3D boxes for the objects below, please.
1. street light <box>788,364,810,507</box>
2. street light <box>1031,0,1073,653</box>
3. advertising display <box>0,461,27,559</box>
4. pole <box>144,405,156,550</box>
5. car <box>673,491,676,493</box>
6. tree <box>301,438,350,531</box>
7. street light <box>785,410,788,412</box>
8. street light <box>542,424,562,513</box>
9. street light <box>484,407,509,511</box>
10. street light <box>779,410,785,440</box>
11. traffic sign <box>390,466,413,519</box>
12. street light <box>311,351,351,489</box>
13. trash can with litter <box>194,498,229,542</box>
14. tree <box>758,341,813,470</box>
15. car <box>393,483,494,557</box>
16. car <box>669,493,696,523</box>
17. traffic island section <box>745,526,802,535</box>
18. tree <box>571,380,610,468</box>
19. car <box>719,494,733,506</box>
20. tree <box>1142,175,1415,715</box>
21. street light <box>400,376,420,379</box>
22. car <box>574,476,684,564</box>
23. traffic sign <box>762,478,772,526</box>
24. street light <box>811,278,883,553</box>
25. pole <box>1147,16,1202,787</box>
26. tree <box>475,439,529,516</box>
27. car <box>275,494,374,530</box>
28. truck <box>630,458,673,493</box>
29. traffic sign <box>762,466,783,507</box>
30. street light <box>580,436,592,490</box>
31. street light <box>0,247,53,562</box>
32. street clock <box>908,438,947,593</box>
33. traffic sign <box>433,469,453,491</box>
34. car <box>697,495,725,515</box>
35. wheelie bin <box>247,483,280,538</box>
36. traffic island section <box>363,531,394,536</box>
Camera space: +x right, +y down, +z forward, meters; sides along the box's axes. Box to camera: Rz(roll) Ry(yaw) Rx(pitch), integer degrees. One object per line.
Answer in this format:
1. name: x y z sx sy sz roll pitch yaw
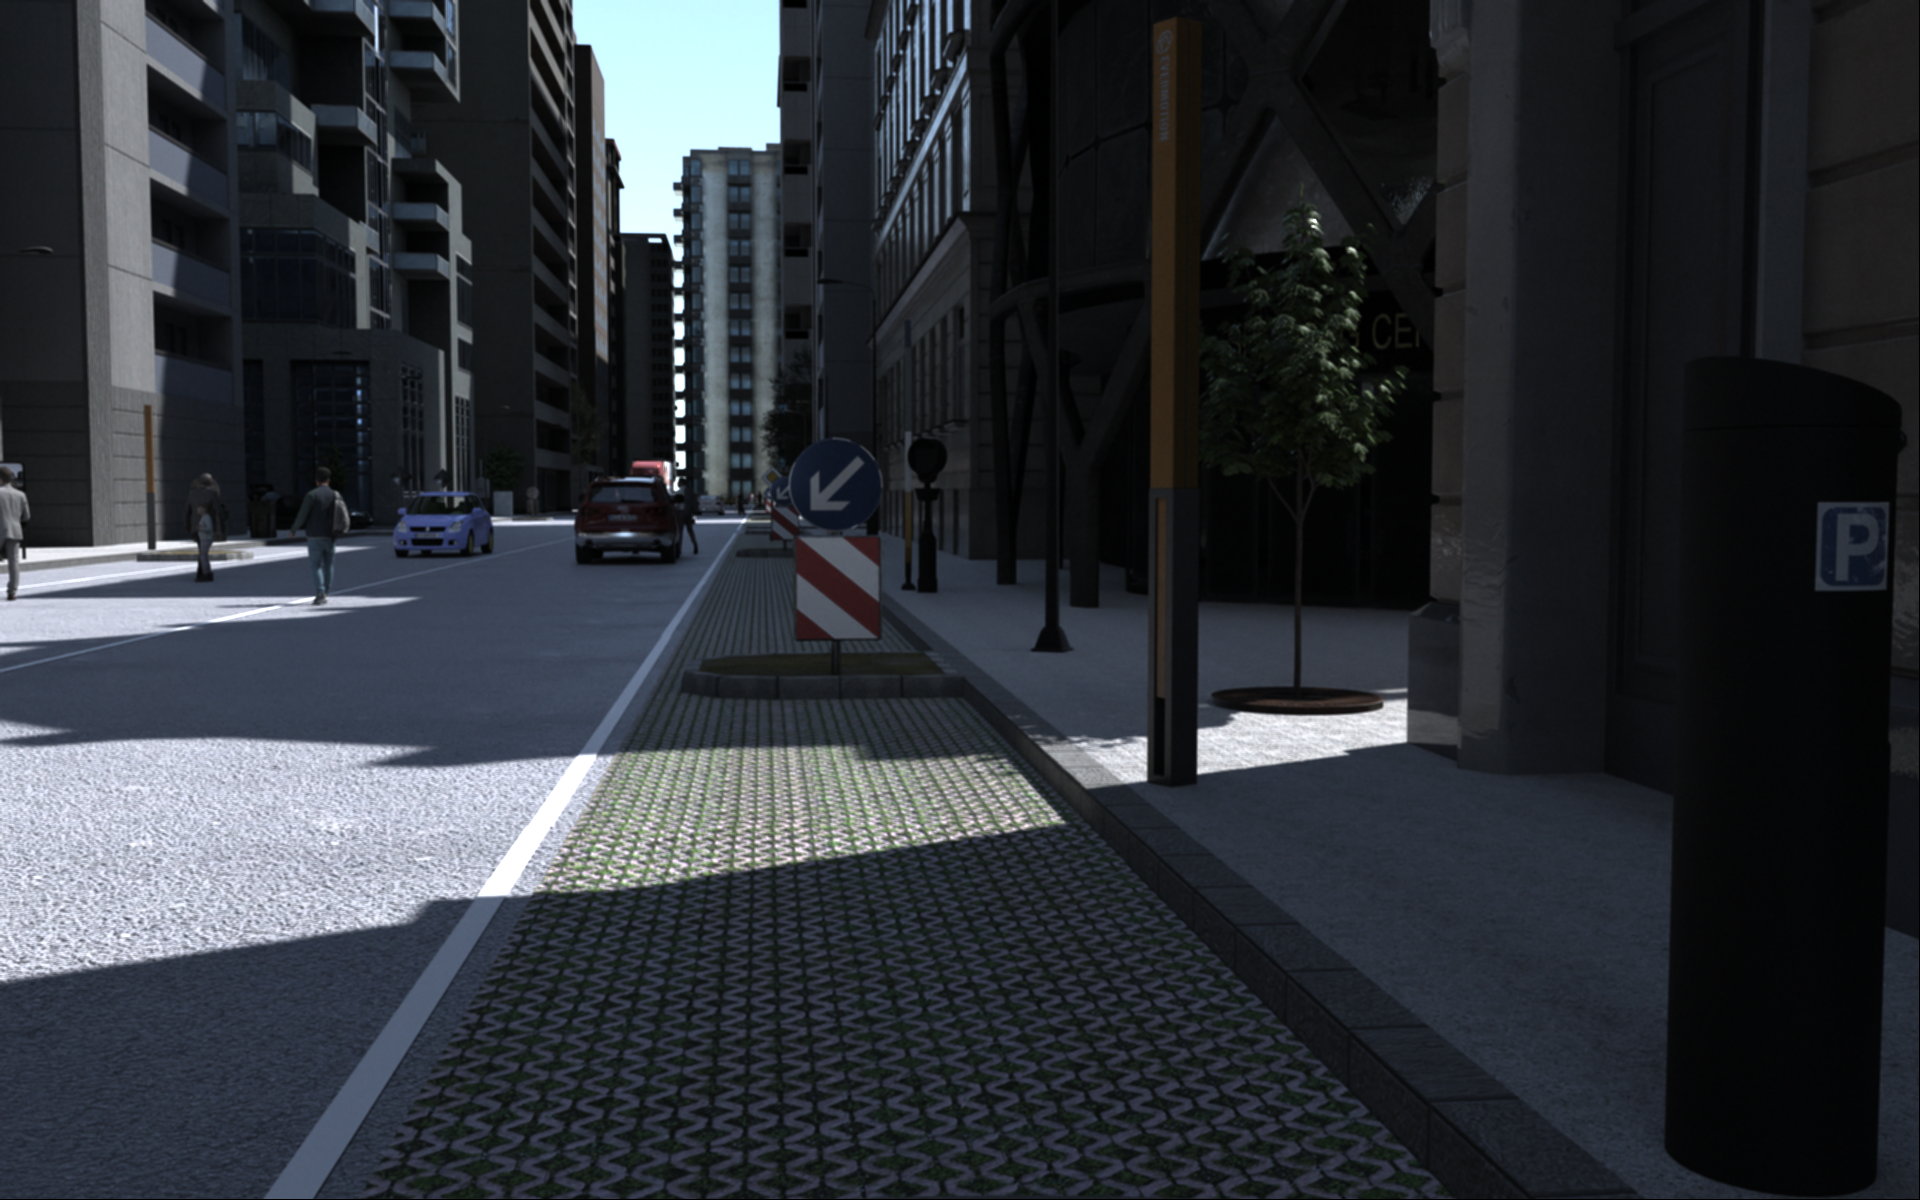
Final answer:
1. street light: -5.301 -5.475 62.056 1.470 5.913 1.316 0 4 -7
2. street light: 0.217 -2.533 13.954 1.470 5.913 1.316 0 4 -7
3. advertising display: -18.848 -1.756 33.932 0.974 1.923 0.123 -2 4 -35
4. pole: -18.617 -2.811 39.809 0.158 3.312 0.155 0 3 0
5. car: -33.084 -11.864 202.649 2.281 1.827 5.304 0 4 -6
6. tree: -21.568 -3.984 59.743 1.663 3.219 1.824 0 3 0
7. street light: -6.460 -6.110 72.439 1.470 5.913 1.316 0 4 -7
8. street light: -27.232 -8.745 115.518 1.470 5.913 1.316 0 4 -7
9. street light: -24.646 -7.305 91.985 1.470 5.913 1.316 0 4 -7
10. street light: -9.131 -7.549 95.962 1.470 5.913 1.316 0 4 -7
11. traffic sign: -19.520 -3.480 60.539 0.795 2.450 0.064 0 4 -7
12. street light: -20.421 -5.117 56.212 1.470 5.913 1.316 0 4 -7
13. trash can with litter: -20.082 -2.135 46.290 1.055 1.170 0.624 1 4 16
14. tree: -9.155 -10.531 106.590 7.601 10.594 8.767 -3 5 -42
15. car: -12.070 -1.894 40.550 1.945 1.707 3.694 0 4 -5
16. car: -13.693 -4.540 83.269 2.155 1.783 4.494 0 4 -5
17. traffic island section: -6.685 -2.433 62.060 2.009 0.180 2.903 0 4 -7
18. tree: -30.834 -12.079 131.901 8.767 10.594 7.601 0 4 -8
19. car: -29.000 -12.457 213.887 2.015 1.641 3.980 0 4 -6
20. tree: 2.164 -0.976 10.561 1.663 3.219 1.824 0 3 0
21. street light: -21.900 -5.847 68.144 1.470 5.913 1.316 0 4 -7
22. car: -7.100 -1.750 37.278 2.281 1.827 5.304 0 4 -7
23. traffic sign: -7.616 -4.053 69.914 0.795 2.450 0.064 0 4 -7
24. street light: -2.388 -3.972 37.485 1.470 5.913 1.316 0 4 -7
25. pole: 0.940 -0.840 7.581 0.158 3.312 0.155 0 3 0
26. tree: -27.474 -7.361 104.058 4.285 4.588 4.351 0 3 0
27. car: -23.805 -3.297 63.698 4.222 1.686 2.009 0 4 -7
28. truck: -24.600 -9.124 138.088 2.839 4.237 11.283 0 4 -5
29. traffic sign: -6.707 -3.568 61.980 0.795 2.450 0.064 0 4 -7
30. street light: -30.007 -10.202 139.345 1.470 5.913 1.316 0 4 -7
31. street light: -17.773 -3.679 32.686 1.470 5.913 1.316 0 4 -7
32. street clock: -0.424 -1.100 22.549 0.471 2.002 0.358 2 4 33
33. traffic sign: -20.429 -3.965 68.473 0.795 2.450 0.064 0 4 -7
34. car: -17.037 -6.454 117.887 2.083 1.381 4.827 0 4 -5
35. wheelie bin: -20.249 -2.593 50.308 0.980 1.594 0.693 0 4 -4
36. traffic island section: -19.543 -2.344 60.598 2.009 0.180 2.903 0 4 -7
